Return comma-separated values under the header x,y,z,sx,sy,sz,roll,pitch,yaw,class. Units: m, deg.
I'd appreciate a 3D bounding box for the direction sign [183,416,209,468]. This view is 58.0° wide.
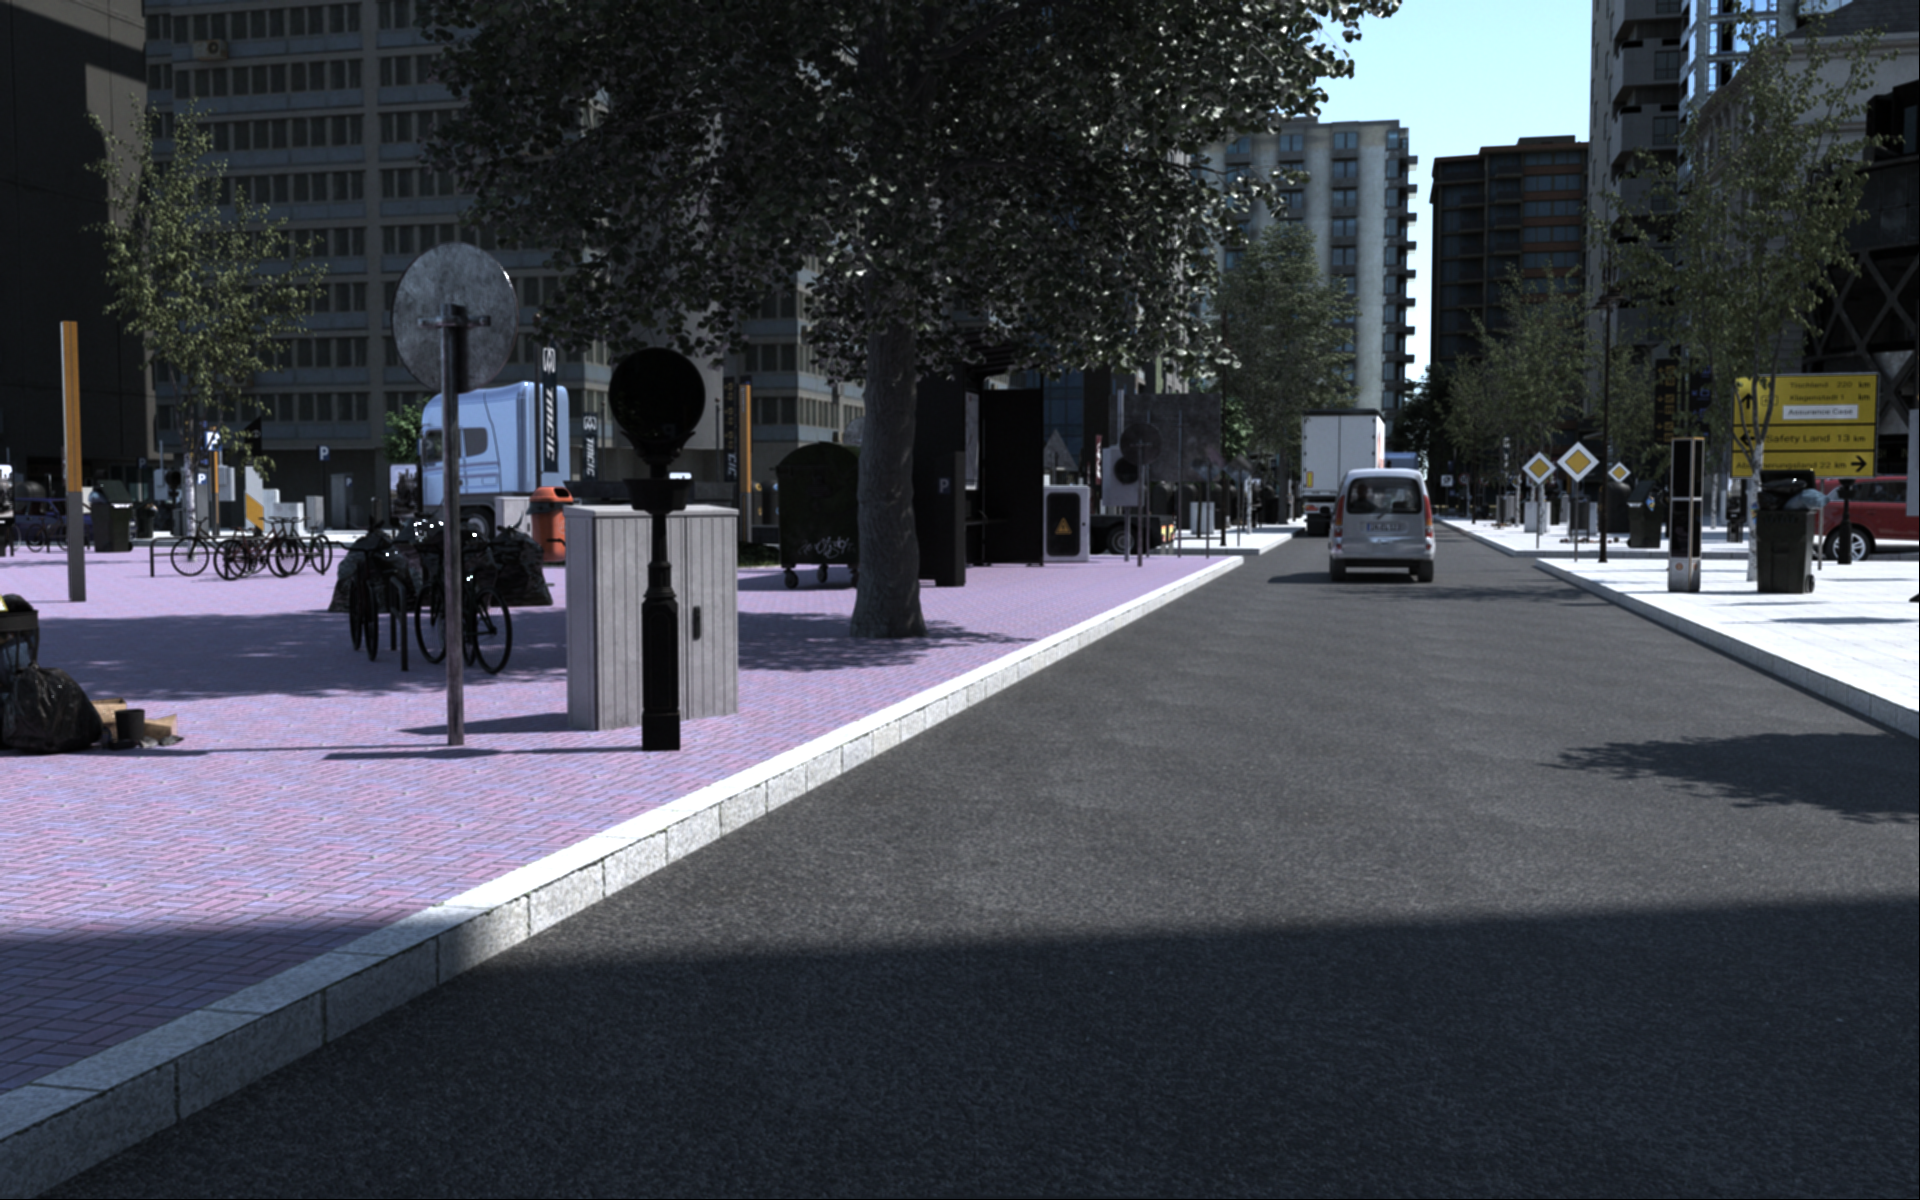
x,y,z,sx,sy,sz,roll,pitch,yaw,class
-22.360,-3.595,50.768,0.379,3.537,0.876,1,4,22,direction sign

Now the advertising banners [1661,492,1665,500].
x,y,z,sx,sy,sz,roll,pitch,yaw,class
36.785,-5.725,89.790,2.074,3.025,0.090,-3,4,-38,advertising banners

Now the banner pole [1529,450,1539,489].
x,y,z,sx,sy,sz,roll,pitch,yaw,class
32.474,-6.591,97.782,0.863,3.779,0.401,-1,4,-21,banner pole

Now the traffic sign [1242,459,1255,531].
x,y,z,sx,sy,sz,roll,pitch,yaw,class
9.761,-3.638,59.588,0.768,2.556,0.104,1,4,15,traffic sign

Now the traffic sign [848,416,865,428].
x,y,z,sx,sy,sz,roll,pitch,yaw,class
-1.587,-1.729,28.380,0.768,2.556,0.104,1,4,22,traffic sign

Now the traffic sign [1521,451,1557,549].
x,y,z,sx,sy,sz,roll,pitch,yaw,class
13.548,-2.259,40.570,0.795,2.450,0.064,1,4,13,traffic sign

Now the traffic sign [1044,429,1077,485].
x,y,z,sx,sy,sz,roll,pitch,yaw,class
1.895,-2.119,34.649,0.884,2.594,0.081,1,4,20,traffic sign

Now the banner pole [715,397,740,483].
x,y,z,sx,sy,sz,roll,pitch,yaw,class
-6.056,-3.359,44.944,0.863,3.779,0.401,0,4,7,banner pole

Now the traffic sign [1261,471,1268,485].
x,y,z,sx,sy,sz,roll,pitch,yaw,class
16.883,-5.931,97.081,0.768,2.556,0.104,1,4,16,traffic sign

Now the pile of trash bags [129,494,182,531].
x,y,z,sx,sy,sz,roll,pitch,yaw,class
-28.642,-3.142,61.125,3.447,1.369,1.912,2,4,27,pile of trash bags

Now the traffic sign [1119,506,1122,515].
x,y,z,sx,sy,sz,roll,pitch,yaw,class
4.266,-2.808,46.023,0.768,2.556,0.104,1,4,18,traffic sign

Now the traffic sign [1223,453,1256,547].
x,y,z,sx,sy,sz,roll,pitch,yaw,class
6.800,-2.359,42.205,0.795,2.450,0.064,1,4,13,traffic sign

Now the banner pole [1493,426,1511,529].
x,y,z,sx,sy,sz,roll,pitch,yaw,class
19.944,-4.497,63.549,0.863,3.779,0.401,-3,5,-41,banner pole

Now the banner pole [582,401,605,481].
x,y,z,sx,sy,sz,roll,pitch,yaw,class
-9.808,-3.465,46.671,0.863,3.779,0.401,-3,5,-40,banner pole

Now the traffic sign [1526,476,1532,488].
x,y,z,sx,sy,sz,roll,pitch,yaw,class
31.553,-5.717,95.595,0.606,2.300,0.079,1,4,20,traffic sign

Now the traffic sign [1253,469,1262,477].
x,y,z,sx,sy,sz,roll,pitch,yaw,class
14.895,-5.348,87.550,0.768,2.556,0.104,1,4,23,traffic sign

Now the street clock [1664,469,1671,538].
x,y,z,sx,sy,sz,roll,pitch,yaw,class
20.876,-2.835,50.931,0.358,2.002,0.471,1,4,14,street clock

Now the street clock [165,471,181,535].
x,y,z,sx,sy,sz,roll,pitch,yaw,class
-24.468,-3.018,53.922,0.358,2.002,0.471,1,4,18,street clock

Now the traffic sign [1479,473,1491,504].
x,y,z,sx,sy,sz,roll,pitch,yaw,class
32.384,-6.531,106.883,0.768,2.556,0.104,1,4,21,traffic sign

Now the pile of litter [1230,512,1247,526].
x,y,z,sx,sy,sz,roll,pitch,yaw,class
11.494,-3.478,70.830,1.176,0.858,1.719,2,4,29,pile of litter

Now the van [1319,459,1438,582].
x,y,z,sx,sy,sz,roll,pitch,yaw,class
7.187,-1.386,29.681,2.013,2.044,4.112,1,4,12,van

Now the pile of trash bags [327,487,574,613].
x,y,z,sx,sy,sz,roll,pitch,yaw,class
-5.565,-0.633,20.100,1.912,1.369,3.447,1,4,21,pile of trash bags

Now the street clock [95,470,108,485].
x,y,z,sx,sy,sz,roll,pitch,yaw,class
-25.369,-2.855,51.246,0.358,2.002,0.471,-1,4,-9,street clock

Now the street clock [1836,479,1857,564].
x,y,z,sx,sy,sz,roll,pitch,yaw,class
16.179,-1.654,31.618,0.471,2.002,0.358,3,5,42,street clock

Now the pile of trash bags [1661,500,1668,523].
x,y,z,sx,sy,sz,roll,pitch,yaw,class
31.290,-4.165,77.857,3.447,1.369,1.912,2,4,30,pile of trash bags

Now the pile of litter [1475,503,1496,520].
x,y,z,sx,sy,sz,roll,pitch,yaw,class
26.451,-4.446,86.661,1.719,0.858,1.176,0,4,-2,pile of litter

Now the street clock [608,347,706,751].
x,y,z,sx,sy,sz,roll,pitch,yaw,class
-1.506,-0.251,8.677,0.471,2.002,0.358,-1,4,-8,street clock

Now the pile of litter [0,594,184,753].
x,y,z,sx,sy,sz,roll,pitch,yaw,class
-4.887,0.302,9.021,1.719,0.858,1.176,2,4,27,pile of litter

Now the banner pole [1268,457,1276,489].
x,y,z,sx,sy,sz,roll,pitch,yaw,class
19.816,-7.361,110.376,0.401,3.779,0.863,-3,5,-40,banner pole

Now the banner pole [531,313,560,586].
x,y,z,sx,sy,sz,roll,pitch,yaw,class
-5.815,-2.097,24.302,0.401,3.779,0.863,1,4,13,banner pole

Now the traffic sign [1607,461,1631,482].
x,y,z,sx,sy,sz,roll,pitch,yaw,class
23.331,-3.679,61.343,0.795,2.450,0.064,1,4,22,traffic sign

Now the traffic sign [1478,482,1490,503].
x,y,z,sx,sy,sz,roll,pitch,yaw,class
33.630,-6.809,111.335,0.884,2.594,0.081,1,4,20,traffic sign

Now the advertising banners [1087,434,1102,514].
x,y,z,sx,sy,sz,roll,pitch,yaw,class
3.743,-3.301,50.163,0.090,3.025,2.074,2,4,26,advertising banners

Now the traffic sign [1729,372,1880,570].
x,y,z,sx,sy,sz,roll,pitch,yaw,class
14.193,-2.161,29.201,2.265,3.308,0.079,1,4,17,traffic sign

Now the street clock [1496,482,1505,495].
x,y,z,sx,sy,sz,roll,pitch,yaw,class
29.760,-5.549,95.301,0.471,2.002,0.358,-1,4,-9,street clock

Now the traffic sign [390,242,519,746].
x,y,z,sx,sy,sz,roll,pitch,yaw,class
-2.579,-0.531,8.782,0.768,2.556,0.104,1,4,20,traffic sign

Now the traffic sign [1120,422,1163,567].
x,y,z,sx,sy,sz,roll,pitch,yaw,class
3.184,-1.865,30.591,0.768,2.556,0.104,1,4,16,traffic sign

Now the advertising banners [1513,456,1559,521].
x,y,z,sx,sy,sz,roll,pitch,yaw,class
26.770,-5.159,80.533,2.074,3.025,0.090,0,4,3,advertising banners

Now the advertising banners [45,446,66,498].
x,y,z,sx,sy,sz,roll,pitch,yaw,class
-33.083,-4.083,62.952,2.074,3.025,0.090,1,4,11,advertising banners

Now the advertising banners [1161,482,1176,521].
x,y,z,sx,sy,sz,roll,pitch,yaw,class
10.196,-5.319,83.153,0.090,3.025,2.074,3,5,43,advertising banners

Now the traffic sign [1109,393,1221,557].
x,y,z,sx,sy,sz,roll,pitch,yaw,class
4.135,-2.521,35.097,2.265,3.308,0.079,1,4,15,traffic sign

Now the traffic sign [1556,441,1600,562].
x,y,z,sx,sy,sz,roll,pitch,yaw,class
11.684,-1.784,32.805,0.795,2.450,0.064,1,4,13,traffic sign

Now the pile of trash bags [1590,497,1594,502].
x,y,z,sx,sy,sz,roll,pitch,yaw,class
37.967,-6.016,108.109,3.447,1.369,1.912,2,4,32,pile of trash bags

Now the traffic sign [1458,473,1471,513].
x,y,z,sx,sy,sz,roll,pitch,yaw,class
30.295,-6.358,104.064,0.768,2.556,0.104,1,4,21,traffic sign

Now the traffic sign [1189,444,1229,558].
x,y,z,sx,sy,sz,roll,pitch,yaw,class
4.935,-1.884,34.440,0.795,2.450,0.064,1,4,13,traffic sign
